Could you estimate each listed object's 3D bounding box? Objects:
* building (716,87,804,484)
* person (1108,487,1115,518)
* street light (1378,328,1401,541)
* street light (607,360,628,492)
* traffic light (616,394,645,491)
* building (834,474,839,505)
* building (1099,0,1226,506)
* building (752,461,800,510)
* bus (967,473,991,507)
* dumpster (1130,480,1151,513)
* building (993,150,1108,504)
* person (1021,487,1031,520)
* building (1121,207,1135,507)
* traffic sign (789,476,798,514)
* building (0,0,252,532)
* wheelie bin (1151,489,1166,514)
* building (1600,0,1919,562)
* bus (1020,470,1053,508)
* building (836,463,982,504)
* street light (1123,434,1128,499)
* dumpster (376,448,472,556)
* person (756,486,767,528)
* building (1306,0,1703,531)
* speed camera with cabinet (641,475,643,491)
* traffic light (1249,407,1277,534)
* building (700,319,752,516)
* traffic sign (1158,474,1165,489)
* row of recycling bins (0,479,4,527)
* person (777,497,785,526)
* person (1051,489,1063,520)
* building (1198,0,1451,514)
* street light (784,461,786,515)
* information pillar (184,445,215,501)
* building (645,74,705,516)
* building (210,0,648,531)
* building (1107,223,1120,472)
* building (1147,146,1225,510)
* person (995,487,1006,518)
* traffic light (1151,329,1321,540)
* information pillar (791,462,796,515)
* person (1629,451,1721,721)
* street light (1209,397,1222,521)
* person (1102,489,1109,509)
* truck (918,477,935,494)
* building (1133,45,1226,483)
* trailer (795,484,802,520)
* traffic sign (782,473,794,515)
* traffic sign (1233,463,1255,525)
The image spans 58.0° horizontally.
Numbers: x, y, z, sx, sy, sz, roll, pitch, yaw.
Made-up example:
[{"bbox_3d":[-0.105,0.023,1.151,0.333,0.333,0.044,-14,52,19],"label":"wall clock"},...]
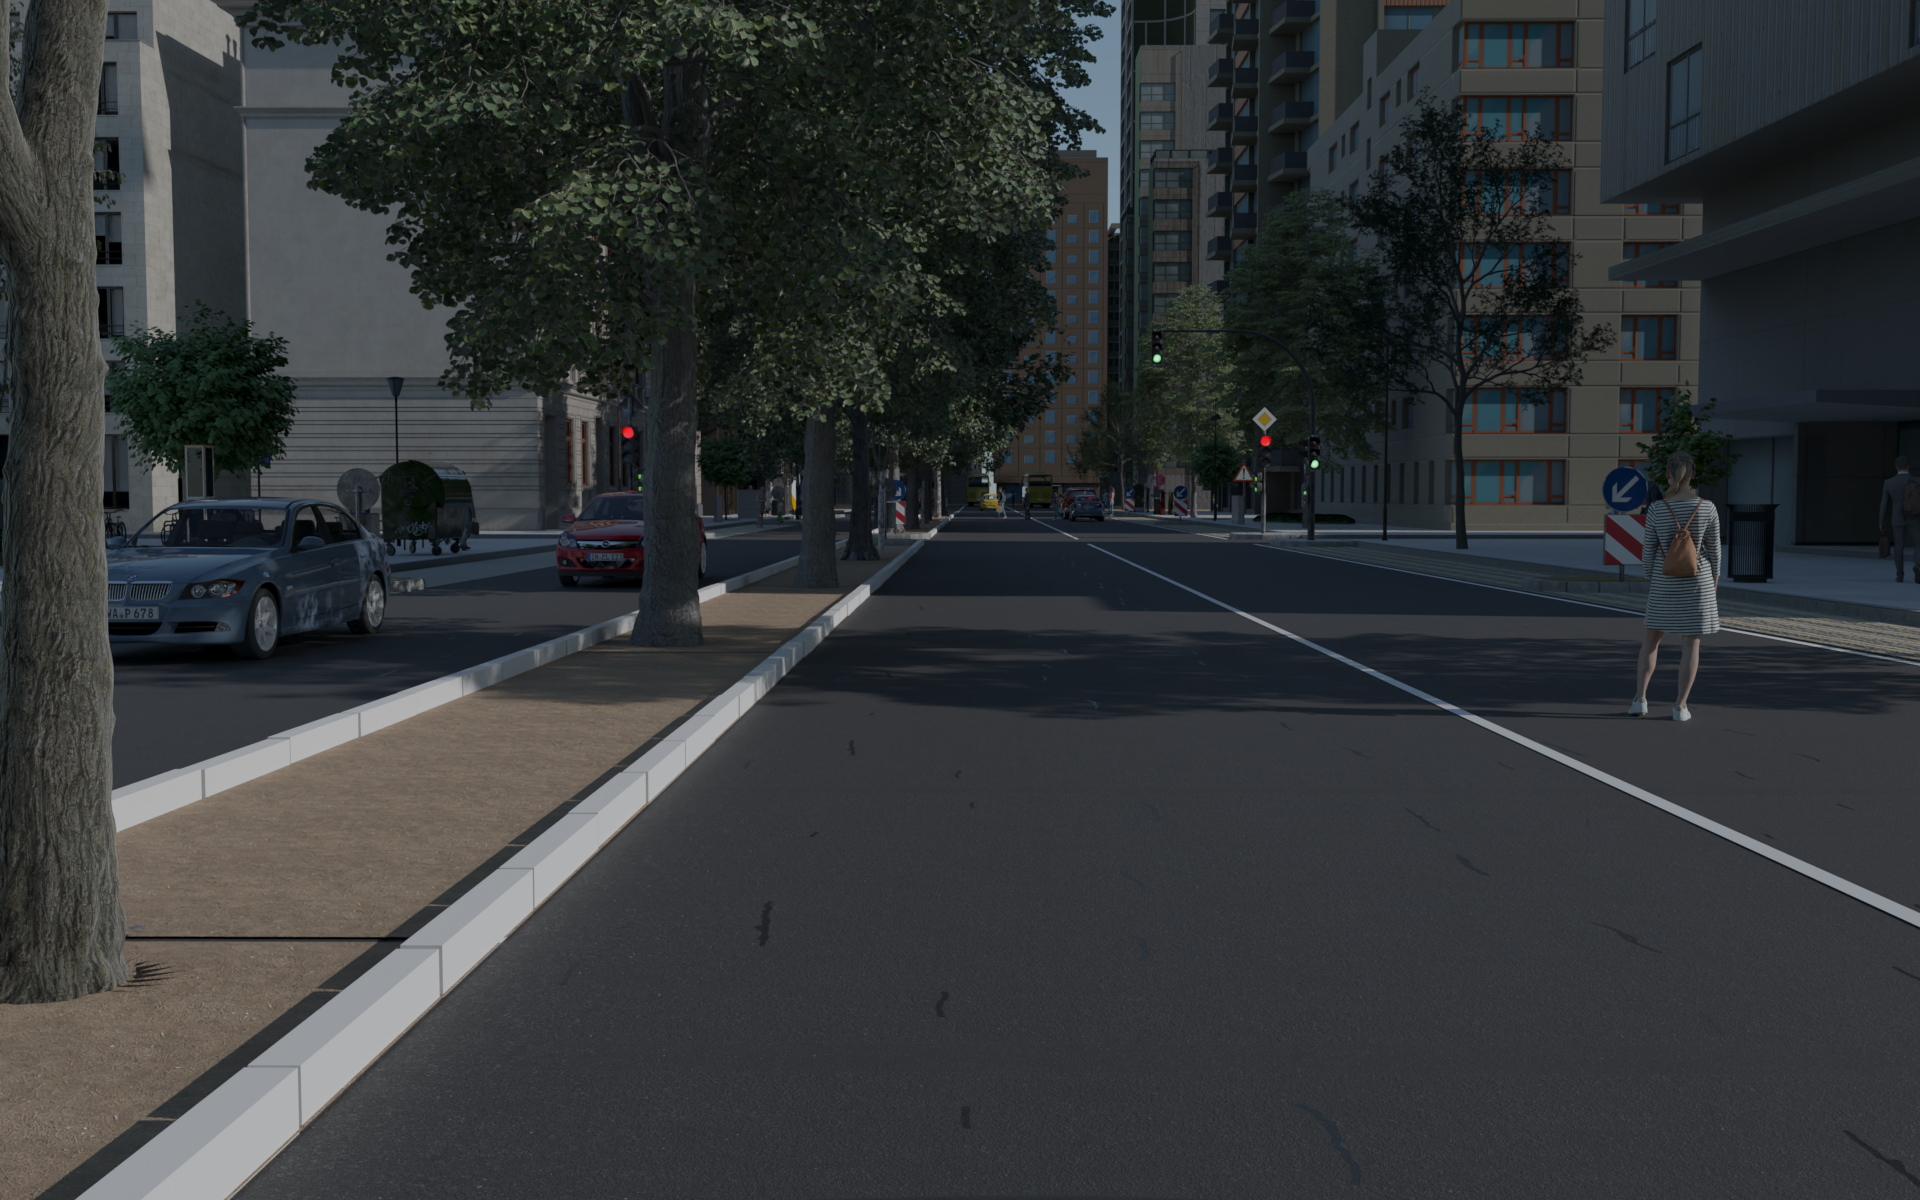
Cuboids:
[{"bbox_3d":[-19.964,-28.655,152.110,14.154,41.232,14.086,0,4,1],"label":"building"},{"bbox_3d":[8.982,-5.763,102.736,0.388,1.821,0.555,0,4,2],"label":"person"},{"bbox_3d":[11.721,-4.576,47.607,0.468,5.910,1.993,0,4,1],"label":"street light"},{"bbox_3d":[-11.109,-5.115,56.419,0.468,5.910,1.993,0,4,1],"label":"street light"},{"bbox_3d":[-9.142,-3.624,48.169,0.839,4.253,0.868,0,4,1],"label":"traffic light"},{"bbox_3d":[-25.180,-30.376,188.524,23.993,40.220,32.217,0,4,1],"label":"building"},{"bbox_3d":[26.606,-46.131,192.487,20.563,71.187,20.611,0,4,1],"label":"building"},{"bbox_3d":[-20.599,-22.426,138.374,14.160,30.474,14.107,0,4,1],"label":"building"},{"bbox_3d":[2.165,-12.874,202.028,2.896,3.916,12.252,0,4,1],"label":"bus"},{"bbox_3d":[12.544,-7.254,121.092,1.502,2.255,1.985,0,4,1],"label":"dumpster"},{"bbox_3d":[11.492,-35.141,224.666,14.200,45.320,14.600,0,4,1],"label":"building"},{"bbox_3d":[3.682,-5.405,97.042,0.590,1.801,0.661,0,4,-6],"label":"person"},{"bbox_3d":[23.322,-24.744,176.266,14.160,30.474,14.107,0,4,1],"label":"building"},{"bbox_3d":[-10.759,-6.771,110.809,0.768,2.556,0.104,0,4,4],"label":"traffic sign"},{"bbox_3d":[-35.757,-12.770,63.543,16.860,20.320,10.420,0,4,1],"label":"building"},{"bbox_3d":[12.549,-6.218,109.569,0.980,1.594,0.693,1,4,12],"label":"wheelie bin"},{"bbox_3d":[29.518,-26.950,29.874,28.713,52.752,27.495,0,4,1],"label":"building"},{"bbox_3d":[7.974,-11.538,180.186,2.896,3.916,12.252,0,4,-1],"label":"bus"},{"bbox_3d":[-11.105,-41.937,227.664,28.212,58.520,21.231,0,4,1],"label":"building"},{"bbox_3d":[12.597,-9.661,130.747,0.468,5.910,1.993,0,4,1],"label":"street light"},{"bbox_3d":[-11.341,-2.087,36.616,1.502,2.255,1.985,0,4,1],"label":"dumpster"},{"bbox_3d":[-8.352,-3.925,73.020,0.374,1.781,0.599,3,5,41],"label":"person"},{"bbox_3d":[31.741,-13.971,73.459,28.899,21.520,27.650,0,4,1],"label":"building"},{"bbox_3d":[-11.061,-4.218,63.301,0.660,3.252,2.038,1,4,19],"label":"speed camera with cabinet"},{"bbox_3d":[9.801,-4.101,55.977,0.839,4.253,0.868,0,4,1],"label":"traffic light"},{"bbox_3d":[-20.234,-17.044,108.350,12.332,23.373,15.834,0,4,1],"label":"building"},{"bbox_3d":[12.800,-6.807,111.396,0.768,2.556,0.104,0,4,5],"label":"traffic sign"},{"bbox_3d":[-28.424,-2.561,48.981,3.534,1.692,1.069,0,4,6],"label":"row of recycling bins"},{"bbox_3d":[-7.918,-3.904,76.578,0.306,1.304,0.590,3,4,36],"label":"person"},{"bbox_3d":[5.270,-5.211,94.532,0.643,1.720,0.563,1,4,16],"label":"person"},{"bbox_3d":[28.275,-28.218,115.988,22.147,44.769,28.867,0,4,1],"label":"building"},{"bbox_3d":[-10.673,-8.107,105.330,0.468,5.910,1.993,0,4,1],"label":"street light"},{"bbox_3d":[-11.450,-1.323,26.122,0.304,2.012,0.304,0,4,3],"label":"information pillar"},{"bbox_3d":[-21.282,-18.615,90.254,13.634,28.700,20.117,0,4,1],"label":"building"},{"bbox_3d":[-19.560,-14.269,69.448,11.583,22.565,21.152,0,4,1],"label":"building"},{"bbox_3d":[30.909,-33.095,232.983,23.993,40.220,32.217,0,4,1],"label":"building"},{"bbox_3d":[22.861,-23.015,148.004,14.160,30.474,14.107,0,4,1],"label":"building"},{"bbox_3d":[2.380,-5.681,101.375,0.713,1.824,0.794,0,4,-5],"label":"person"},{"bbox_3d":[7.626,-4.477,47.872,4.771,5.953,1.251,0,4,1],"label":"traffic light"},{"bbox_3d":[-10.107,-6.950,104.984,0.183,3.616,0.504,2,4,24],"label":"information pillar"},{"bbox_3d":[4.560,-0.092,11.003,0.512,1.701,0.522,1,4,15],"label":"person"},{"bbox_3d":[12.162,-6.710,82.489,0.468,5.910,1.993,0,4,1],"label":"street light"},{"bbox_3d":[10.696,-7.248,127.096,0.778,1.811,0.616,-2,4,-25],"label":"person"},{"bbox_3d":[-3.784,-12.617,202.214,3.469,3.379,9.791,0,4,0],"label":"truck"},{"bbox_3d":[23.140,-29.245,161.744,14.154,41.232,14.086,0,4,1],"label":"building"},{"bbox_3d":[-8.410,-5.420,95.659,1.471,1.999,3.904,0,4,2],"label":"trailer"},{"bbox_3d":[-10.368,-6.366,104.195,0.768,2.556,0.104,1,4,10],"label":"traffic sign"},{"bbox_3d":[11.800,-4.406,72.041,0.884,2.594,0.081,0,4,6],"label":"traffic sign"}]
